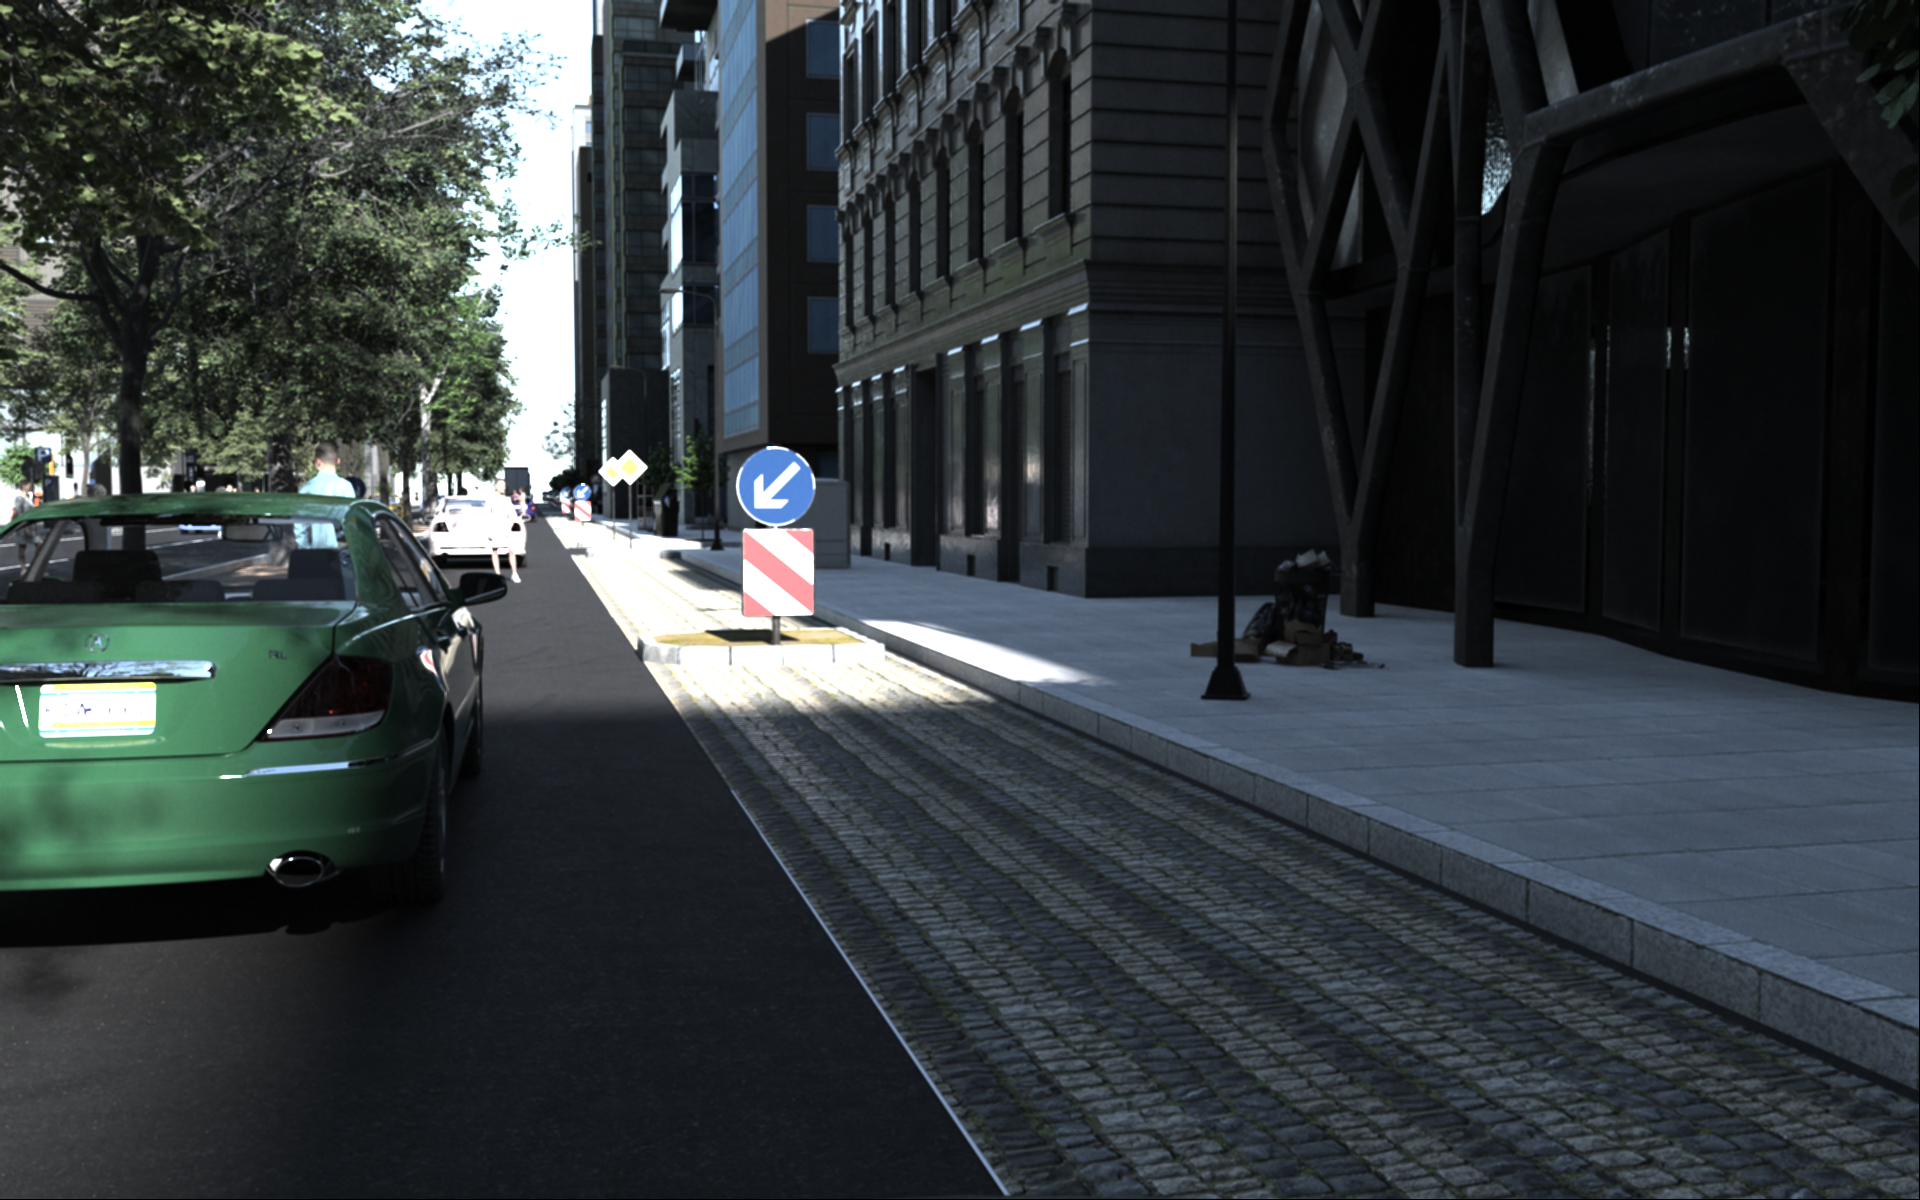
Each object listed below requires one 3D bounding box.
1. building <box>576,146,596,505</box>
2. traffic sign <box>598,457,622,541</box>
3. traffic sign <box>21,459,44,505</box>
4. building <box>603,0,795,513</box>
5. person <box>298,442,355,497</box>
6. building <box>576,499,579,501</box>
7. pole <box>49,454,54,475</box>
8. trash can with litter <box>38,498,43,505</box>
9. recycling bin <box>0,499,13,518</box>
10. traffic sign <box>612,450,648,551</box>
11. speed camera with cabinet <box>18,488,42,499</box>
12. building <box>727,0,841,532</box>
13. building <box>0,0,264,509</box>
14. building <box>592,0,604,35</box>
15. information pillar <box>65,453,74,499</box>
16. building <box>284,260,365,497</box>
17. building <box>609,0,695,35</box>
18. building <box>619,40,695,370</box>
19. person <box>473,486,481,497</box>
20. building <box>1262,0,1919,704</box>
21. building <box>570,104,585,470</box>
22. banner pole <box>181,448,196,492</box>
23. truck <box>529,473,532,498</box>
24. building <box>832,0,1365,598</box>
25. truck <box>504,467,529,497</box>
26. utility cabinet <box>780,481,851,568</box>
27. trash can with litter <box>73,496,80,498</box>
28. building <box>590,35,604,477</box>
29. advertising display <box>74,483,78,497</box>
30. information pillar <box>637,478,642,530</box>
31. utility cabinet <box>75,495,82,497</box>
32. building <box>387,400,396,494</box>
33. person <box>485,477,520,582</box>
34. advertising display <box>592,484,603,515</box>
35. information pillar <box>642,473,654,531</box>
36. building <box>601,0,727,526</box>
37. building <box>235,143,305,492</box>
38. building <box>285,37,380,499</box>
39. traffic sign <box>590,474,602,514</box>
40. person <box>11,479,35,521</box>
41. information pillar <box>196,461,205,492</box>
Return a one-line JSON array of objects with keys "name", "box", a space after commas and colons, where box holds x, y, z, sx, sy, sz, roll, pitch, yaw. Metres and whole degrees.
[{"name": "building", "box": [-41.046, -34.813, 219.306, 14.600, 45.320, 14.200, -1, 4, -14]}, {"name": "traffic sign", "box": [-9.413, -2.656, 47.063, 0.795, 2.450, 0.064, -1, 4, -14]}, {"name": "traffic sign", "box": [-33.510, -3.823, 62.613, 0.768, 2.556, 0.104, -1, 4, -13]}, {"name": "building", "box": [-22.562, -30.334, 146.068, 14.600, 45.320, 14.200, -1, 4, -14]}, {"name": "person", "box": [-5.032, -0.325, 13.674, 0.638, 1.841, 0.748, 2, 4, 33]}, {"name": "building", "box": [-36.913, -33.534, 240.163, 32.217, 40.220, 23.993, -1, 4, -14]}, {"name": "pole", "box": [-46.151, -5.763, 88.070, 0.158, 3.312, 0.155, 0, 3, 0]}, {"name": "trash can with litter", "box": [-46.277, -4.633, 87.138, 1.055, 1.170, 0.624, 1, 4, 14]}, {"name": "recycling bin", "box": [-52.083, -4.994, 94.213, 0.722, 1.027, 0.722, 1, 4, 15]}, {"name": "traffic sign", "box": [-7.487, -2.182, 39.312, 0.795, 2.450, 0.064, -1, 4, -14]}, {"name": "speed camera with cabinet", "box": [-59.844, -7.207, 112.167, 2.038, 3.252, 0.660, 0, 4, -4]}, {"name": "building", "box": [-0.063, -24.763, 54.983, 14.200, 45.320, 14.600, -1, 4, -14]}, {"name": "building", "box": [-66.596, -32.699, 123.874, 28.713, 52.752, 27.495, -1, 4, -14]}, {"name": "building", "box": [-27.449, -39.079, 180.947, 21.231, 58.520, 28.212, -1, 4, -14]}, {"name": "information pillar", "box": [-47.962, -6.236, 93.310, 0.183, 3.616, 0.504, 1, 4, 10]}, {"name": "building", "box": [-77.957, -26.366, 202.781, 14.160, 30.474, 14.107, -1, 4, -14]}, {"name": "building", "box": [-19.501, -27.435, 132.161, 14.154, 41.232, 14.086, -1, 4, -14]}, {"name": "building", "box": [-15.576, -21.033, 115.586, 14.160, 30.474, 14.107, -1, 4, -14]}, {"name": "person", "box": [-20.128, -3.852, 71.822, 0.599, 1.781, 0.374, 2, 4, 32]}, {"name": "building", "box": [11.831, -8.922, 13.324, 16.820, 18.784, 16.811, -1, 4, -14]}, {"name": "building", "box": [-48.189, -44.151, 263.875, 21.231, 58.520, 28.212, -1, 4, -14]}, {"name": "banner pole", "box": [-41.986, -6.370, 94.169, 0.863, 3.779, 0.401, -1, 4, -14]}, {"name": "truck", "box": [-58.796, -14.871, 232.048, 2.839, 4.237, 11.283, -1, 4, -13]}, {"name": "building", "box": [3.939, -11.088, 30.435, 9.793, 20.994, 18.267, -1, 4, -14]}, {"name": "truck", "box": [-46.718, -11.832, 182.364, 2.839, 4.237, 11.283, -1, 4, -15]}, {"name": "utility cabinet", "box": [-2.488, -1.295, 29.851, 1.173, 1.500, 0.318, 0, 4, 8]}, {"name": "trash can with litter", "box": [-37.839, -3.865, 74.250, 2.233, 1.210, 1.678, 3, 5, 44]}, {"name": "building", "box": [-26.705, -29.120, 159.712, 14.154, 41.232, 14.086, -1, 4, -14]}, {"name": "advertising display", "box": [-51.511, -5.836, 100.634, 0.123, 1.923, 0.974, 0, 4, -7]}, {"name": "information pillar", "box": [-11.225, -3.479, 61.367, 0.304, 2.012, 0.304, 2, 4, 25]}, {"name": "utility cabinet", "box": [-45.068, -4.743, 88.702, 0.306, 1.237, 1.020, -3, 4, -37]}, {"name": "building", "box": [-93.680, -43.245, 249.062, 21.231, 58.520, 28.212, -1, 4, -14]}, {"name": "person", "box": [-7.497, -1.147, 28.258, 0.512, 1.701, 0.522, -2, 4, -32]}, {"name": "advertising display", "box": [-22.462, -6.296, 108.152, 0.974, 1.923, 0.123, -2, 4, -23]}, {"name": "information pillar", "box": [-10.940, -3.451, 60.922, 0.304, 2.012, 0.304, -1, 4, -10]}, {"name": "building", "box": [-6.017, -47.226, 84.821, 22.319, 86.520, 31.000, -1, 4, -14]}, {"name": "building", "box": [-71.871, -32.592, 152.479, 23.786, 49.044, 30.456, -1, 4, -14]}, {"name": "building", "box": [-86.882, -41.558, 221.475, 21.231, 58.520, 28.212, -1, 4, -14]}, {"name": "traffic sign", "box": [-22.983, -6.687, 109.440, 0.768, 2.556, 0.104, -1, 4, -9]}, {"name": "person", "box": [-16.251, -1.263, 30.160, 0.522, 1.701, 0.512, 0, 4, -4]}, {"name": "information pillar", "box": [-50.133, -7.525, 114.382, 0.504, 3.616, 0.183, -2, 4, -29]}]
